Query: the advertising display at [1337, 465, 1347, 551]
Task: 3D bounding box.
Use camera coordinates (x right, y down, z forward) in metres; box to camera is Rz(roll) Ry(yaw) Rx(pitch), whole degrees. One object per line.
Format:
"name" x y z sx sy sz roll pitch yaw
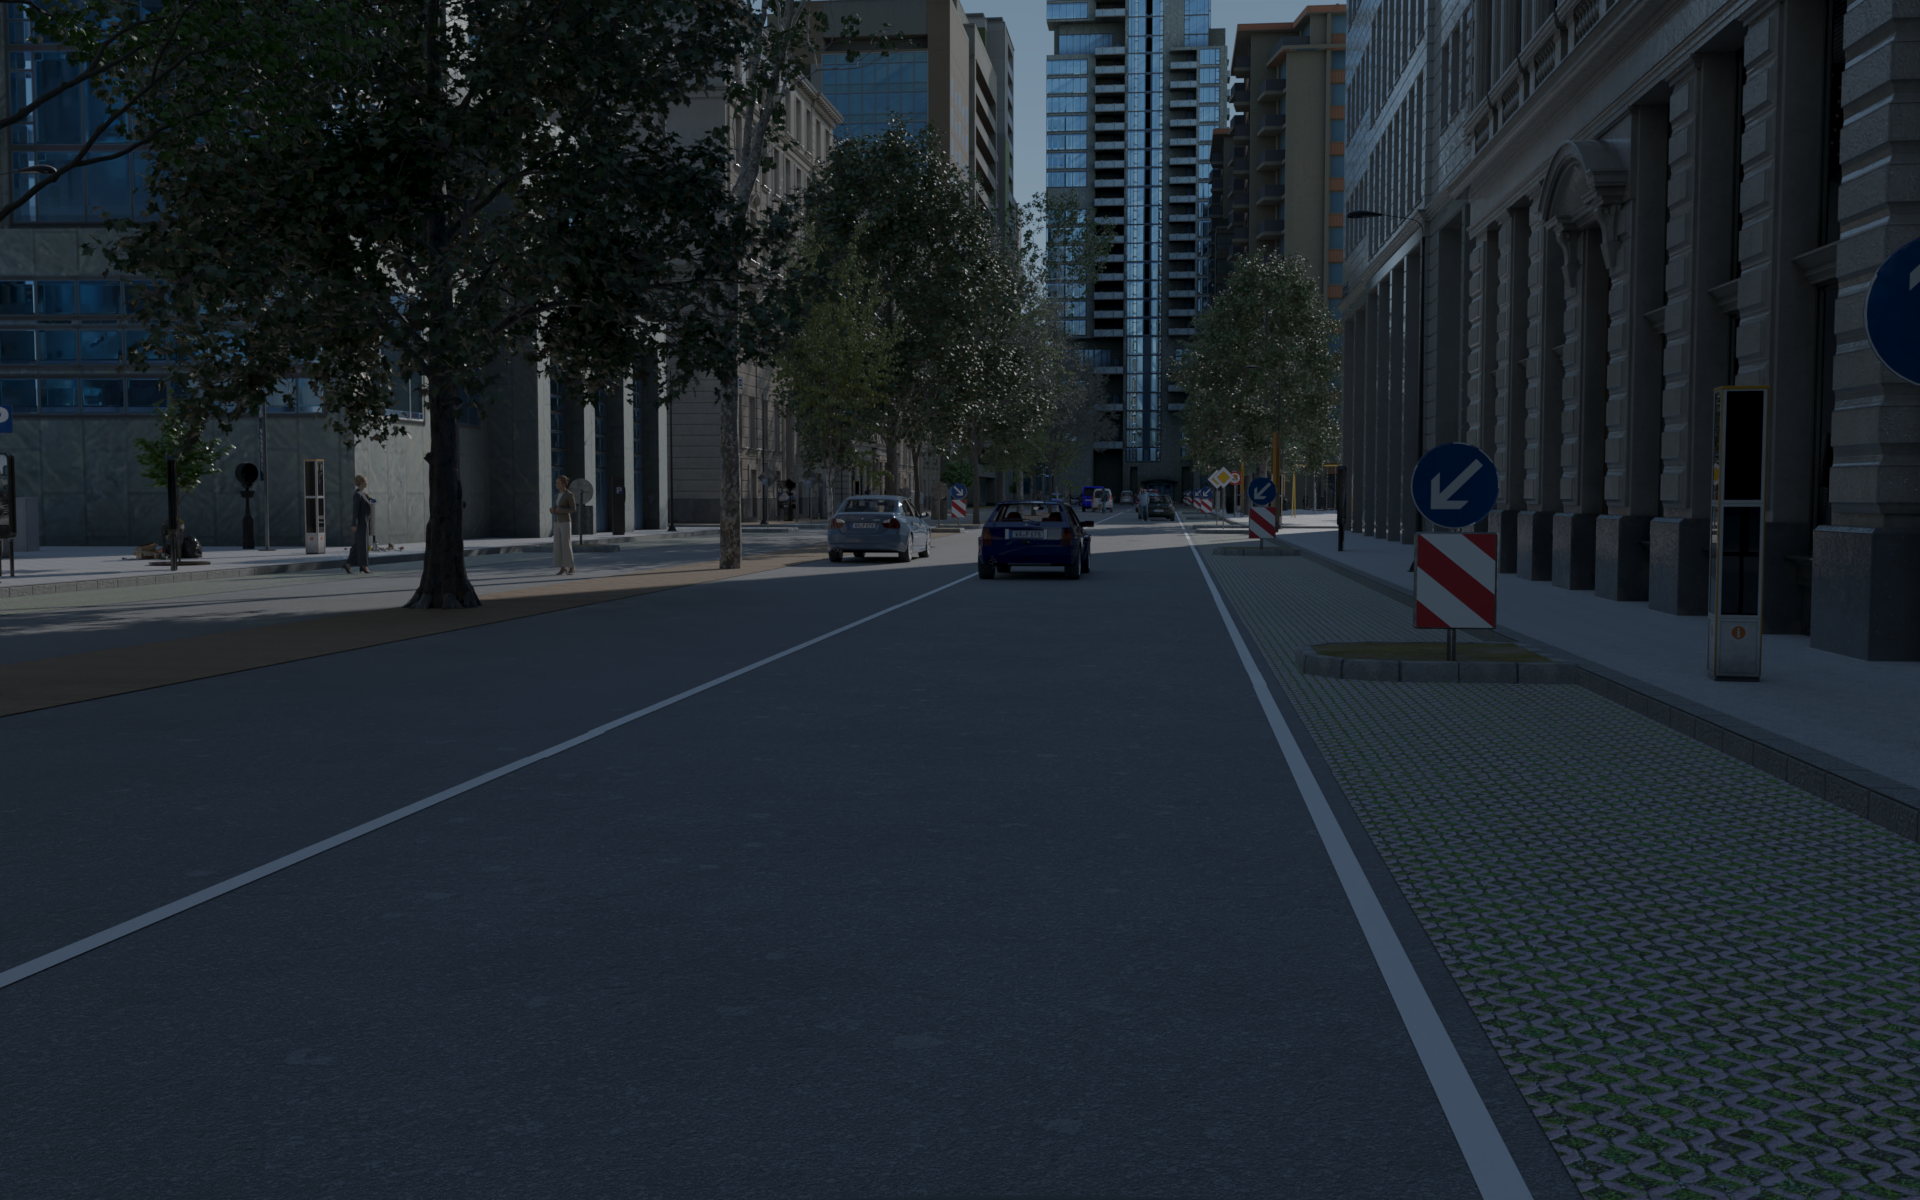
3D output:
"advertising display" 8.616 -2.073 39.108 0.123 1.923 0.974 1 4 18

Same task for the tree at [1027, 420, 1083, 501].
"tree" 7.576 -11.084 134.042 4.737 8.622 4.395 0 3 0

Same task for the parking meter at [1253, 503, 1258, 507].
"parking meter" 19.986 -6.834 117.454 0.255 1.863 0.399 3 5 42

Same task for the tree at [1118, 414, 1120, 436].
"tree" 4.829 -12.231 112.802 12.009 13.543 11.850 0 3 0

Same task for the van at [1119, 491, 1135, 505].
"van" 21.251 -13.062 220.571 2.013 2.044 4.112 0 4 6

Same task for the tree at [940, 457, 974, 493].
"tree" -0.052 -9.908 145.716 4.285 4.588 4.351 0 3 0

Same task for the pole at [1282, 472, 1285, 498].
"pole" 26.070 -8.910 139.529 0.158 3.312 0.155 0 3 0

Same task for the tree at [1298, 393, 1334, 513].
"tree" 23.701 -10.128 115.952 4.360 8.622 3.978 0 3 0

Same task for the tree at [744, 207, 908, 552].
"tree" -3.198 -5.479 42.406 4.737 8.622 4.395 0 3 0

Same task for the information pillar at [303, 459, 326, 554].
"information pillar" -13.740 -1.980 36.870 0.304 2.012 0.304 1 4 10

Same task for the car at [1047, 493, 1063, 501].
"car" 9.995 -10.431 180.137 1.945 1.707 3.694 0 4 7

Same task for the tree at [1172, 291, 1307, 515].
"tree" 17.714 -12.223 106.506 9.857 13.997 8.962 0 3 0

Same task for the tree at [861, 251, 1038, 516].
"tree" -1.371 -7.537 60.097 8.767 10.594 7.601 0 4 7

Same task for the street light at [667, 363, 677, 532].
"street light" -9.347 -5.300 59.201 1.470 5.913 1.316 0 4 7

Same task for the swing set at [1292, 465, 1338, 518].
"swing set" 19.264 -5.842 93.143 3.119 2.851 2.862 0 4 8

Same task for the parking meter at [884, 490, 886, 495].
"parking meter" -4.408 -5.898 104.842 0.372 1.533 0.369 0 3 0

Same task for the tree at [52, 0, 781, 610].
"tree" -6.474 -6.247 21.598 9.611 12.733 9.660 0 3 0

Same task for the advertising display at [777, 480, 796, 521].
"advertising display" -8.110 -4.672 81.593 0.974 1.923 0.123 0 4 4

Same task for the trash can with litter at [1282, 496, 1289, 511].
"trash can with litter" 24.465 -7.365 131.812 1.055 1.170 0.624 2 4 33

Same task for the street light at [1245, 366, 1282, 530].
"street light" 11.002 -5.517 62.749 1.470 5.913 1.316 0 4 7

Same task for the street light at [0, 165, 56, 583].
"street light" -13.445 -3.187 24.655 1.470 5.913 1.316 0 4 7

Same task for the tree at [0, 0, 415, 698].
"tree" -7.221 -5.096 11.527 9.928 11.665 9.643 0 3 0

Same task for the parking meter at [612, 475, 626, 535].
"parking meter" -10.663 -2.961 54.130 0.399 1.863 0.255 -2 4 -24

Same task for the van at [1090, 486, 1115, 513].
"van" 11.164 -7.872 135.726 2.013 2.044 4.112 0 4 5

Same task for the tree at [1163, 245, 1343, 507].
"tree" 14.048 -9.953 79.742 9.611 12.733 9.660 0 3 0

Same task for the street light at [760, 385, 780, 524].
"street light" -7.771 -6.147 73.051 1.470 5.913 1.316 0 4 7

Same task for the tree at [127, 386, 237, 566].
"tree" -14.248 -2.248 31.356 1.663 3.219 1.824 0 3 0

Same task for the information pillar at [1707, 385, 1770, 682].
"information pillar" 5.343 -0.453 11.906 0.304 2.012 0.304 1 4 14

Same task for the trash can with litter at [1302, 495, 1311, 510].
"trash can with litter" 28.162 -7.880 140.222 0.624 1.170 1.055 -1 4 -17

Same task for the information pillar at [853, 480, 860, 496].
"information pillar" -5.657 -5.494 94.312 0.304 2.012 0.304 0 4 -1

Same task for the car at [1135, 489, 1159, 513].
"car" 14.825 -7.782 135.908 2.281 1.827 5.304 0 4 7

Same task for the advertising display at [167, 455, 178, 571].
"advertising display" -13.295 -1.470 29.249 0.123 1.923 0.974 -2 4 -23

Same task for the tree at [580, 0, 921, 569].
"tree" -5.492 -10.713 33.507 12.611 20.169 13.585 0 3 0

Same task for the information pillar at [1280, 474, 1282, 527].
"information pillar" 11.681 -3.622 63.716 0.304 2.012 0.304 0 4 3

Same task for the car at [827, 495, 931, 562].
"car" -1.735 -1.575 37.750 2.014 1.417 4.499 0 4 7

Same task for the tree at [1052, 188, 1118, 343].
"tree" 2.331 -14.781 100.007 12.611 20.169 13.585 0 3 0

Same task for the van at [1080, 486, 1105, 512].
"van" 10.849 -8.326 140.518 2.240 2.365 5.245 0 4 5

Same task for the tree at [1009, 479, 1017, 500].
"tree" 6.398 -12.692 202.111 1.663 3.219 1.824 0 3 0

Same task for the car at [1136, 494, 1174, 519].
"car" 11.176 -5.356 99.367 2.131 1.459 4.920 0 4 7

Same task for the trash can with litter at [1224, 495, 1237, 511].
"trash can with litter" 20.824 -7.380 131.726 1.678 1.210 2.233 -1 4 -17

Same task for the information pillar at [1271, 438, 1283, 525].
"information pillar" 13.354 -4.987 72.890 0.504 3.616 0.183 -1 4 -13

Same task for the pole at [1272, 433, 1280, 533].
"pole" 10.520 -3.905 57.693 0.158 3.312 0.155 0 3 0

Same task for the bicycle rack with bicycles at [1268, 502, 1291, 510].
"bicycle rack with bicycles" 25.114 -7.597 137.591 2.852 0.926 2.925 -3 5 -44

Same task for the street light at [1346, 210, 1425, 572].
"street light" 7.021 -3.420 28.458 1.470 5.913 1.316 0 4 7

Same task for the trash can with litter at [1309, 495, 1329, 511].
"trash can with litter" 27.162 -7.320 130.738 1.678 1.210 2.233 -2 4 -26

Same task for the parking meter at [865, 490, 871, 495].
"parking meter" -5.143 -5.407 96.822 0.372 1.533 0.369 0 3 0

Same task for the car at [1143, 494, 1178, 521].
"car" 10.685 -5.089 92.987 2.009 1.686 4.222 0 4 7

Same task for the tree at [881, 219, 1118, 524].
"tree" 0.740 -10.041 77.000 12.009 13.543 11.850 0 3 0

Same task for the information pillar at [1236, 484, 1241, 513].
"information pillar" 19.432 -7.094 120.481 0.304 2.012 0.304 2 4 28

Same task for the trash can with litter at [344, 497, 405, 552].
"trash can with litter" -13.245 -1.747 39.619 1.678 1.210 2.233 0 4 6

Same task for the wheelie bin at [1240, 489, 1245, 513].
"wheelie bin" 19.114 -6.587 115.605 0.693 1.594 0.980 -3 4 -37

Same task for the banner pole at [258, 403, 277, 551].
"banner pole" -15.791 -3.012 39.262 0.401 3.779 0.863 -2 4 -32

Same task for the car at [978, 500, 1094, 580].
"car" 1.353 -1.091 30.425 1.945 1.354 3.894 0 4 8

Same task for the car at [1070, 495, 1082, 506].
"car" 13.356 -11.586 202.004 1.945 1.354 3.894 0 4 8

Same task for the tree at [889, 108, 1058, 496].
"tree" -2.006 -8.067 51.356 9.611 12.733 9.660 0 3 0

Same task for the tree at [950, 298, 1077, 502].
"tree" 2.066 -10.283 88.705 7.486 12.596 7.792 0 3 0

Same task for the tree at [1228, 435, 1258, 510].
"tree" 20.593 -10.808 127.080 4.360 8.622 3.978 0 3 0

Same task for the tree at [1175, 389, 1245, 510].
"tree" 21.737 -13.781 143.439 7.486 12.596 7.792 0 3 0

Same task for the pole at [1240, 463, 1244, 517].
"pole" 15.879 -6.337 97.448 0.158 3.312 0.155 0 3 0
